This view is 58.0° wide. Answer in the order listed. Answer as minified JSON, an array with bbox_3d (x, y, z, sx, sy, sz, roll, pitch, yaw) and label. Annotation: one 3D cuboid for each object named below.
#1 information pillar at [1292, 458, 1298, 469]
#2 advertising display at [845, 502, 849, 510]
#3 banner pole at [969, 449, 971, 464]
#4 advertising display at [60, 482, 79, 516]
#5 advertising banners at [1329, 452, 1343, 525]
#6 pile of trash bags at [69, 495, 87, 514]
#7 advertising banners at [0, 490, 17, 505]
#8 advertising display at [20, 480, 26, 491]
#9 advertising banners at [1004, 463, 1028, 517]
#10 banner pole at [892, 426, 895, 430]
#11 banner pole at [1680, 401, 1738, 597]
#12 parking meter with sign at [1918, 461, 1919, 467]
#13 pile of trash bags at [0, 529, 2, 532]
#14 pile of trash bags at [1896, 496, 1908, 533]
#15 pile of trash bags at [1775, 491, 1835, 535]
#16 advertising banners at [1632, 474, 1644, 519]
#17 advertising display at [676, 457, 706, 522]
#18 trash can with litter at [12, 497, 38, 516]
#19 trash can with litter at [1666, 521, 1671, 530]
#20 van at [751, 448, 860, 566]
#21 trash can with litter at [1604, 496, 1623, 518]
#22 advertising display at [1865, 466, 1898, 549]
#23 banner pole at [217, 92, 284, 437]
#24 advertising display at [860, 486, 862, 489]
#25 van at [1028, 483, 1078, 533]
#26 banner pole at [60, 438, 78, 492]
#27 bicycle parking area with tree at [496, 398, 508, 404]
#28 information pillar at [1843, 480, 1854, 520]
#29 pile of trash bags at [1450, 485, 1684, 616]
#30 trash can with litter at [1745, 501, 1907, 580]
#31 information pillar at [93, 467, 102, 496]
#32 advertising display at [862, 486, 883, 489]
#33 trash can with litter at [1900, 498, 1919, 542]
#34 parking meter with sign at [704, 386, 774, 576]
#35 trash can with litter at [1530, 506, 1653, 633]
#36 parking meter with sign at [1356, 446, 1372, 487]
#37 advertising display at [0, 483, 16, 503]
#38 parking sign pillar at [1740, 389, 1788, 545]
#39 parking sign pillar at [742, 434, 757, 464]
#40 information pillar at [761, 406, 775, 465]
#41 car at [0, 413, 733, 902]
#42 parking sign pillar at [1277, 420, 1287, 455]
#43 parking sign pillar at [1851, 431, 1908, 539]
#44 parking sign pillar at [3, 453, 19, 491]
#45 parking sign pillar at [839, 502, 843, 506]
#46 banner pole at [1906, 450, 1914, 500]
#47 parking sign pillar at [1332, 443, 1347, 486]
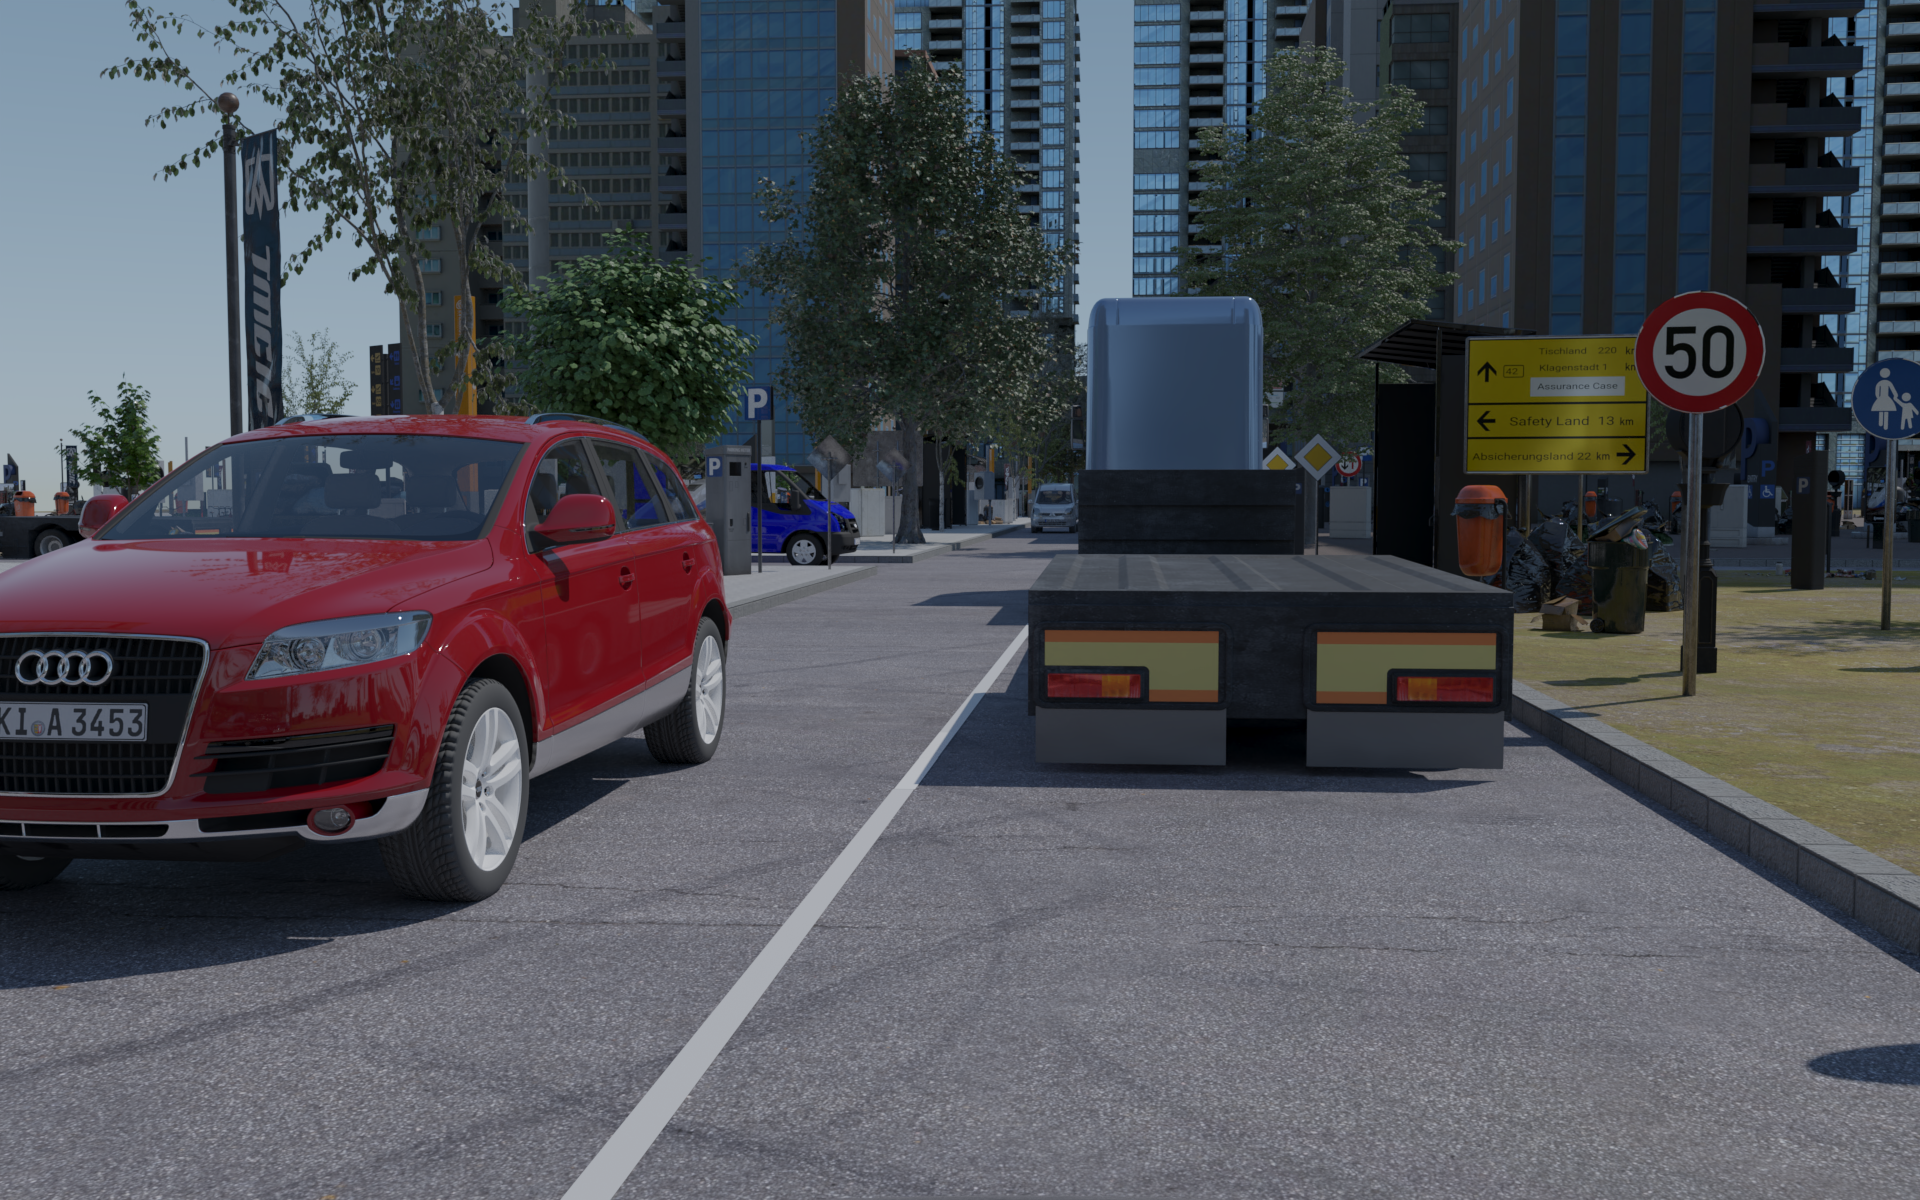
[{"bbox_3d":[19.950,-6.865,103.599,0.504,3.616,0.183,2,4,27],"label":"information pillar"},{"bbox_3d":[-6.712,-5.994,103.220,0.123,1.923,0.974,-1,4,-10],"label":"advertising display"},{"bbox_3d":[0.560,-6.386,94.421,0.401,3.779,0.863,0,4,3],"label":"banner pole"},{"bbox_3d":[-48.289,-5.426,93.928,0.974,1.923,0.123,0,4,7],"label":"advertising display"},{"bbox_3d":[15.439,-4.570,70.907,0.090,3.025,2.074,2,4,27],"label":"advertising banners"},{"bbox_3d":[-35.972,-3.783,71.611,3.447,1.369,1.912,1,4,14],"label":"pile of trash bags"},{"bbox_3d":[-41.680,-4.844,75.388,2.074,3.025,0.090,1,4,11],"label":"advertising banners"},{"bbox_3d":[-42.647,-4.505,78.870,0.123,1.923,0.974,-2,4,-34],"label":"advertising display"},{"bbox_3d":[3.180,-6.233,98.099,0.090,3.025,2.074,-3,5,-41],"label":"advertising banners"},{"bbox_3d":[-2.628,-4.522,63.945,0.863,3.779,0.401,-3,4,-38],"label":"banner pole"},{"bbox_3d":[9.295,-1.933,21.615,0.863,3.779,0.401,0,4,-1],"label":"banner pole"},{"bbox_3d":[50.314,-5.755,90.355,0.543,3.016,1.738,2,4,27],"label":"parking meter with sign"},{"bbox_3d":[-26.889,-2.352,48.211,3.447,1.369,1.912,2,4,28],"label":"pile of trash bags"},{"bbox_3d":[29.966,-2.719,54.215,1.912,1.369,3.447,-1,4,-10],"label":"pile of trash bags"},{"bbox_3d":[26.287,-2.776,55.144,3.447,1.369,1.912,-1,4,-11],"label":"pile of trash bags"},{"bbox_3d":[24.190,-4.016,61.843,0.090,3.025,2.074,1,4,11],"label":"advertising banners"},{"bbox_3d":[-4.587,-1.507,29.857,0.974,1.923,0.123,1,4,10],"label":"advertising display"},{"bbox_3d":[-50.989,-5.091,94.302,2.233,1.210,1.678,0,4,-3],"label":"trash can with litter"},{"bbox_3d":[25.852,-3.111,62.248,1.055,1.170,0.624,-2,4,-34],"label":"trash can with litter"},{"bbox_3d":[-4.572,-1.799,33.791,5.245,2.365,2.240,0,4,7],"label":"van"},{"bbox_3d":[19.055,-2.484,51.676,2.233,1.210,1.678,1,4,13],"label":"trash can with litter"},{"bbox_3d":[21.537,-2.159,40.512,0.123,1.923,0.974,0,4,-7],"label":"advertising display"},{"bbox_3d":[-4.390,-1.268,10.750,0.863,3.779,0.401,3,5,42],"label":"banner pole"},{"bbox_3d":[-5.066,-5.288,91.680,0.123,1.923,0.974,-1,4,-22],"label":"advertising display"},{"bbox_3d":[3.573,-3.526,64.655,2.013,2.044,4.112,0,4,7],"label":"van"},{"bbox_3d":[-40.189,-5.385,78.055,0.863,3.779,0.401,-2,4,-25],"label":"banner pole"},{"bbox_3d":[-11.143,-3.927,51.214,8.231,4.147,9.016,1,4,20],"label":"bicycle parking area with tree"},{"bbox_3d":[44.863,-5.074,87.448,0.304,2.012,0.304,-1,4,-15],"label":"information pillar"},{"bbox_3d":[6.344,-0.543,18.633,3.447,1.369,1.912,-3,5,-44],"label":"pile of trash bags"},{"bbox_3d":[13.420,-0.954,26.656,1.678,1.210,2.233,-1,4,-22],"label":"trash can with litter"},{"bbox_3d":[-52.842,-7.016,106.072,0.504,3.616,0.183,-1,4,-14],"label":"information pillar"},{"bbox_3d":[-4.400,-5.064,88.013,0.974,1.923,0.123,1,4,22],"label":"advertising display"},{"bbox_3d":[25.495,-2.111,45.903,1.055,1.170,0.624,-2,4,-29],"label":"trash can with litter"},{"bbox_3d":[-3.695,-1.906,27.423,0.543,3.016,1.738,2,4,32],"label":"parking meter with sign"},{"bbox_3d":[5.869,-0.288,16.099,1.055,1.170,0.624,2,4,31],"label":"trash can with litter"},{"bbox_3d":[14.769,-4.098,63.262,0.543,3.016,1.738,1,4,15],"label":"parking meter with sign"},{"bbox_3d":[-56.470,-5.959,102.648,0.974,1.923,0.123,0,4,-1],"label":"advertising display"},{"bbox_3d":[20.254,-3.391,43.911,1.447,3.967,1.447,0,4,6],"label":"parking sign pillar"},{"bbox_3d":[-9.677,-5.505,78.475,1.447,3.967,1.447,2,4,29],"label":"parking sign pillar"},{"bbox_3d":[-4.260,-2.881,38.453,0.183,3.616,0.504,-2,4,-35],"label":"information pillar"},{"bbox_3d":[-2.478,0.050,7.857,2.281,1.827,5.304,0,4,6],"label":"car"},{"bbox_3d":[11.402,-4.577,63.302,1.447,3.967,1.447,-1,4,-22],"label":"parking sign pillar"},{"bbox_3d":[26.469,-3.748,49.759,1.447,3.967,1.447,0,4,8],"label":"parking sign pillar"},{"bbox_3d":[-62.389,-7.672,113.915,1.447,3.967,1.447,3,4,38],"label":"parking sign pillar"},{"bbox_3d":[-6.709,-6.331,91.979,1.447,3.967,1.447,2,4,27],"label":"parking sign pillar"},{"bbox_3d":[53.587,-6.589,97.742,0.401,3.779,0.863,0,3,0],"label":"banner pole"},{"bbox_3d":[19.548,-6.150,89.032,1.447,3.967,1.447,0,4,-5],"label":"parking sign pillar"}]
